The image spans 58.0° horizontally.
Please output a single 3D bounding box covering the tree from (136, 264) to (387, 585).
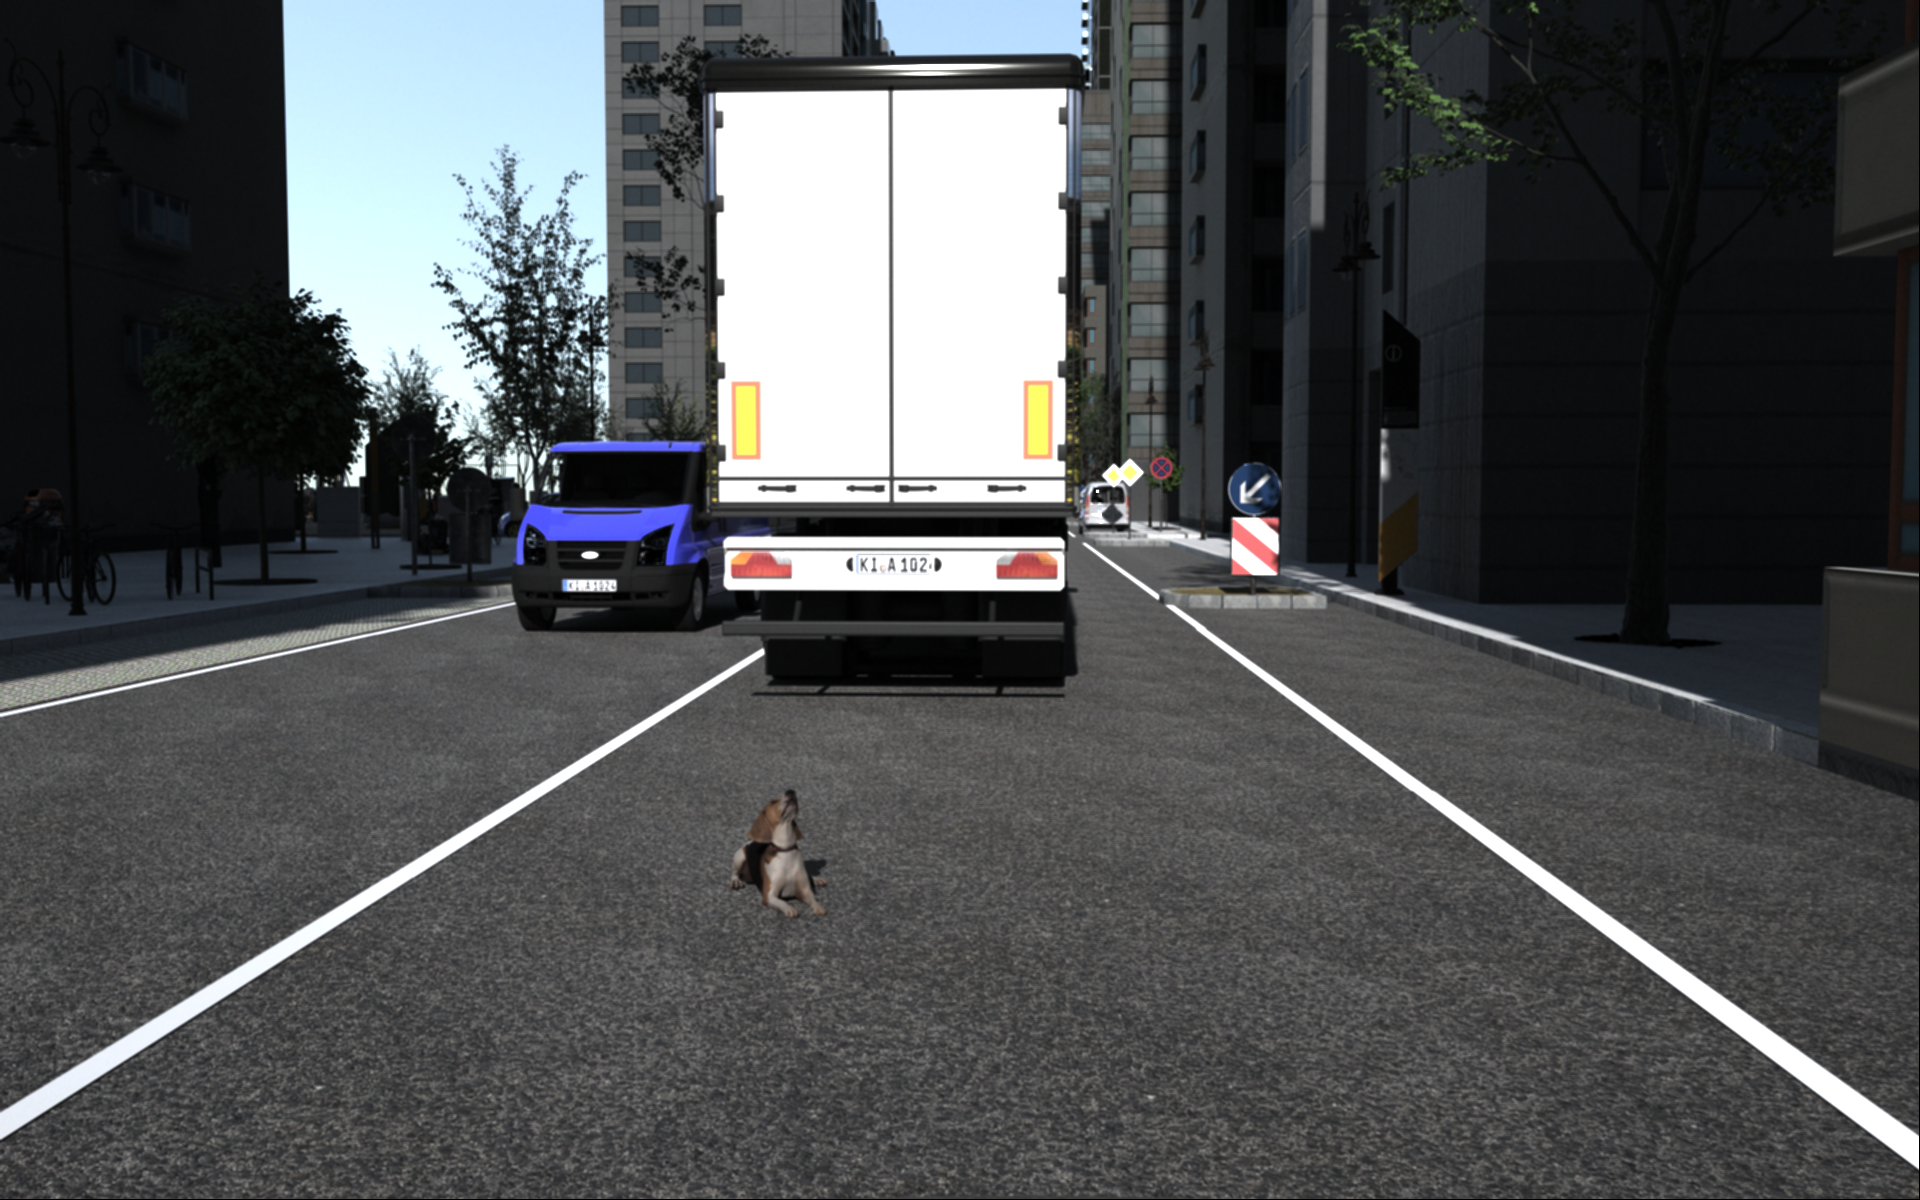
[{"bbox_3d":[-10.069,-2.522,24.953,4.285,4.588,4.351,0,3,0],"label":"tree"}]

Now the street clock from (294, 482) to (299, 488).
[{"bbox_3d":[-39.299,-5.976,102.279,0.358,2.002,0.471,3,4,38],"label":"street clock"}]

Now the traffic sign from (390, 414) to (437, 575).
[{"bbox_3d":[-8.690,-1.677,27.525,0.768,2.556,0.104,0,4,5],"label":"traffic sign"}]

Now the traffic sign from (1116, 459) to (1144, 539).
[{"bbox_3d":[4.793,-2.769,48.922,0.795,2.450,0.064,0,4,2],"label":"traffic sign"}]

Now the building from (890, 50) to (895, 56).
[{"bbox_3d":[-15.491,-34.896,194.254,21.300,48.544,21.600,0,4,2],"label":"building"}]

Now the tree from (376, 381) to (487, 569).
[{"bbox_3d":[-9.290,-2.159,29.907,1.663,3.219,1.824,0,3,0],"label":"tree"}]

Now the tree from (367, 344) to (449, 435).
[{"bbox_3d":[-27.026,-8.182,84.131,4.737,8.622,4.395,0,3,0],"label":"tree"}]

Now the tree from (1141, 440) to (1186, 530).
[{"bbox_3d":[7.327,-4.149,62.442,1.663,3.219,1.824,0,3,0],"label":"tree"}]

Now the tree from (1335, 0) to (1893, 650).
[{"bbox_3d":[6.015,-5.423,14.427,9.928,11.665,9.643,0,3,0],"label":"tree"}]

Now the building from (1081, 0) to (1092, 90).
[{"bbox_3d":[25.379,-57.447,251.933,22.319,86.520,31.000,0,4,2],"label":"building"}]

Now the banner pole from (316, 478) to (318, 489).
[{"bbox_3d":[-46.990,-8.403,127.410,0.863,3.779,0.401,0,4,4],"label":"banner pole"}]

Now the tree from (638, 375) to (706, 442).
[{"bbox_3d":[-17.943,-9.658,108.273,4.737,8.622,4.395,0,3,0],"label":"tree"}]

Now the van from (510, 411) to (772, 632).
[{"bbox_3d":[-3.524,-0.945,19.830,2.240,2.365,5.245,0,4,4],"label":"van"}]

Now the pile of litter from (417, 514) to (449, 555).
[{"bbox_3d":[-10.922,-1.408,36.987,1.176,0.858,1.719,3,5,39],"label":"pile of litter"}]

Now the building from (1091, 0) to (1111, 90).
[{"bbox_3d":[23.167,-46.270,194.764,20.563,71.187,20.611,0,4,2],"label":"building"}]

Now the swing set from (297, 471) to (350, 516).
[{"bbox_3d":[-24.580,-4.142,65.347,3.119,2.851,2.862,1,4,13],"label":"swing set"}]

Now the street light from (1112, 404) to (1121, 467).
[{"bbox_3d":[8.051,-7.088,88.669,0.468,5.910,1.993,0,4,2],"label":"street light"}]

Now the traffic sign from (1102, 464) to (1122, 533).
[{"bbox_3d":[5.051,-3.258,56.903,0.795,2.450,0.064,0,4,2],"label":"traffic sign"}]

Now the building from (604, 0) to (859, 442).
[{"bbox_3d":[-16.632,-43.049,142.108,20.563,71.187,20.611,0,4,2],"label":"building"}]

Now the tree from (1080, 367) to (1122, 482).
[{"bbox_3d":[8.308,-9.120,99.480,4.360,8.622,3.978,0,3,0],"label":"tree"}]

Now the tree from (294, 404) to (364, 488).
[{"bbox_3d":[-27.909,-7.367,70.815,4.737,8.622,4.395,0,3,0],"label":"tree"}]

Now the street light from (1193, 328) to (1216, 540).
[{"bbox_3d":[6.821,-4.628,48.455,0.468,5.910,1.993,0,4,2],"label":"street light"}]

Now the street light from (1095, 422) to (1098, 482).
[{"bbox_3d":[8.685,-8.411,110.312,0.468,5.910,1.993,0,4,2],"label":"street light"}]

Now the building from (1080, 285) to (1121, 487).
[{"bbox_3d":[24.605,-19.107,157.439,27.650,21.520,28.899,0,4,2],"label":"building"}]

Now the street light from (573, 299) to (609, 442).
[{"bbox_3d":[-8.631,-4.152,40.671,0.468,5.910,1.993,0,4,2],"label":"street light"}]

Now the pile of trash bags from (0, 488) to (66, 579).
[{"bbox_3d":[-14.974,-1.051,26.930,3.447,1.369,1.912,2,4,33],"label":"pile of trash bags"}]

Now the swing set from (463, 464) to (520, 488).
[{"bbox_3d":[-24.688,-5.755,91.716,3.119,2.851,2.862,-1,4,-9],"label":"swing set"}]

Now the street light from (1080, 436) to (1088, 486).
[{"bbox_3d":[9.520,-9.711,131.556,0.468,5.910,1.993,0,4,2],"label":"street light"}]

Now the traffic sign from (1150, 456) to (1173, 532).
[{"bbox_3d":[6.826,-3.584,58.710,0.768,2.556,0.104,0,4,8],"label":"traffic sign"}]

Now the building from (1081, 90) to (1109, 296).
[{"bbox_3d":[19.117,-30.268,178.477,14.154,41.232,14.086,0,4,2],"label":"building"}]

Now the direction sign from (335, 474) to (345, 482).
[{"bbox_3d":[-40.100,-7.336,111.932,0.379,3.537,0.876,2,4,28],"label":"direction sign"}]

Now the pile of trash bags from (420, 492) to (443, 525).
[{"bbox_3d":[-23.439,-4.173,77.979,1.912,1.369,3.447,1,4,19],"label":"pile of trash bags"}]

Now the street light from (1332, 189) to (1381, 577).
[{"bbox_3d":[6.070,-3.297,26.690,0.468,5.910,1.993,0,4,2],"label":"street light"}]

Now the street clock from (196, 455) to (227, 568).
[{"bbox_3d":[-13.033,-1.569,30.230,0.471,2.002,0.358,-1,4,-9],"label":"street clock"}]

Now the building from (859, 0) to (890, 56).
[{"bbox_3d":[-17.452,-33.560,168.309,23.786,49.044,30.456,0,4,2],"label":"building"}]

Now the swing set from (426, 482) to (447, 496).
[{"bbox_3d":[-34.394,-7.294,116.881,2.862,2.851,3.119,1,4,16],"label":"swing set"}]

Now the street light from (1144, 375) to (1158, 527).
[{"bbox_3d":[7.397,-5.774,67.199,0.468,5.910,1.993,0,4,2],"label":"street light"}]

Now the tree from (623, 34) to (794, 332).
[{"bbox_3d":[-7.391,-13.081,69.770,12.611,20.169,13.585,0,3,0],"label":"tree"}]

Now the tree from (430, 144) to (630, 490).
[{"bbox_3d":[-8.994,-5.277,36.643,4.360,8.622,3.978,0,3,0],"label":"tree"}]

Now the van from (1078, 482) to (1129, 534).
[{"bbox_3d":[5.097,-3.324,61.358,2.013,2.044,4.112,0,4,1],"label":"van"}]

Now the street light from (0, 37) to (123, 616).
[{"bbox_3d":[-9.356,-2.777,18.186,0.468,5.910,1.993,0,4,2],"label":"street light"}]

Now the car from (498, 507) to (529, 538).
[{"bbox_3d":[-12.231,-2.646,52.854,3.694,1.707,1.945,0,4,3],"label":"car"}]
